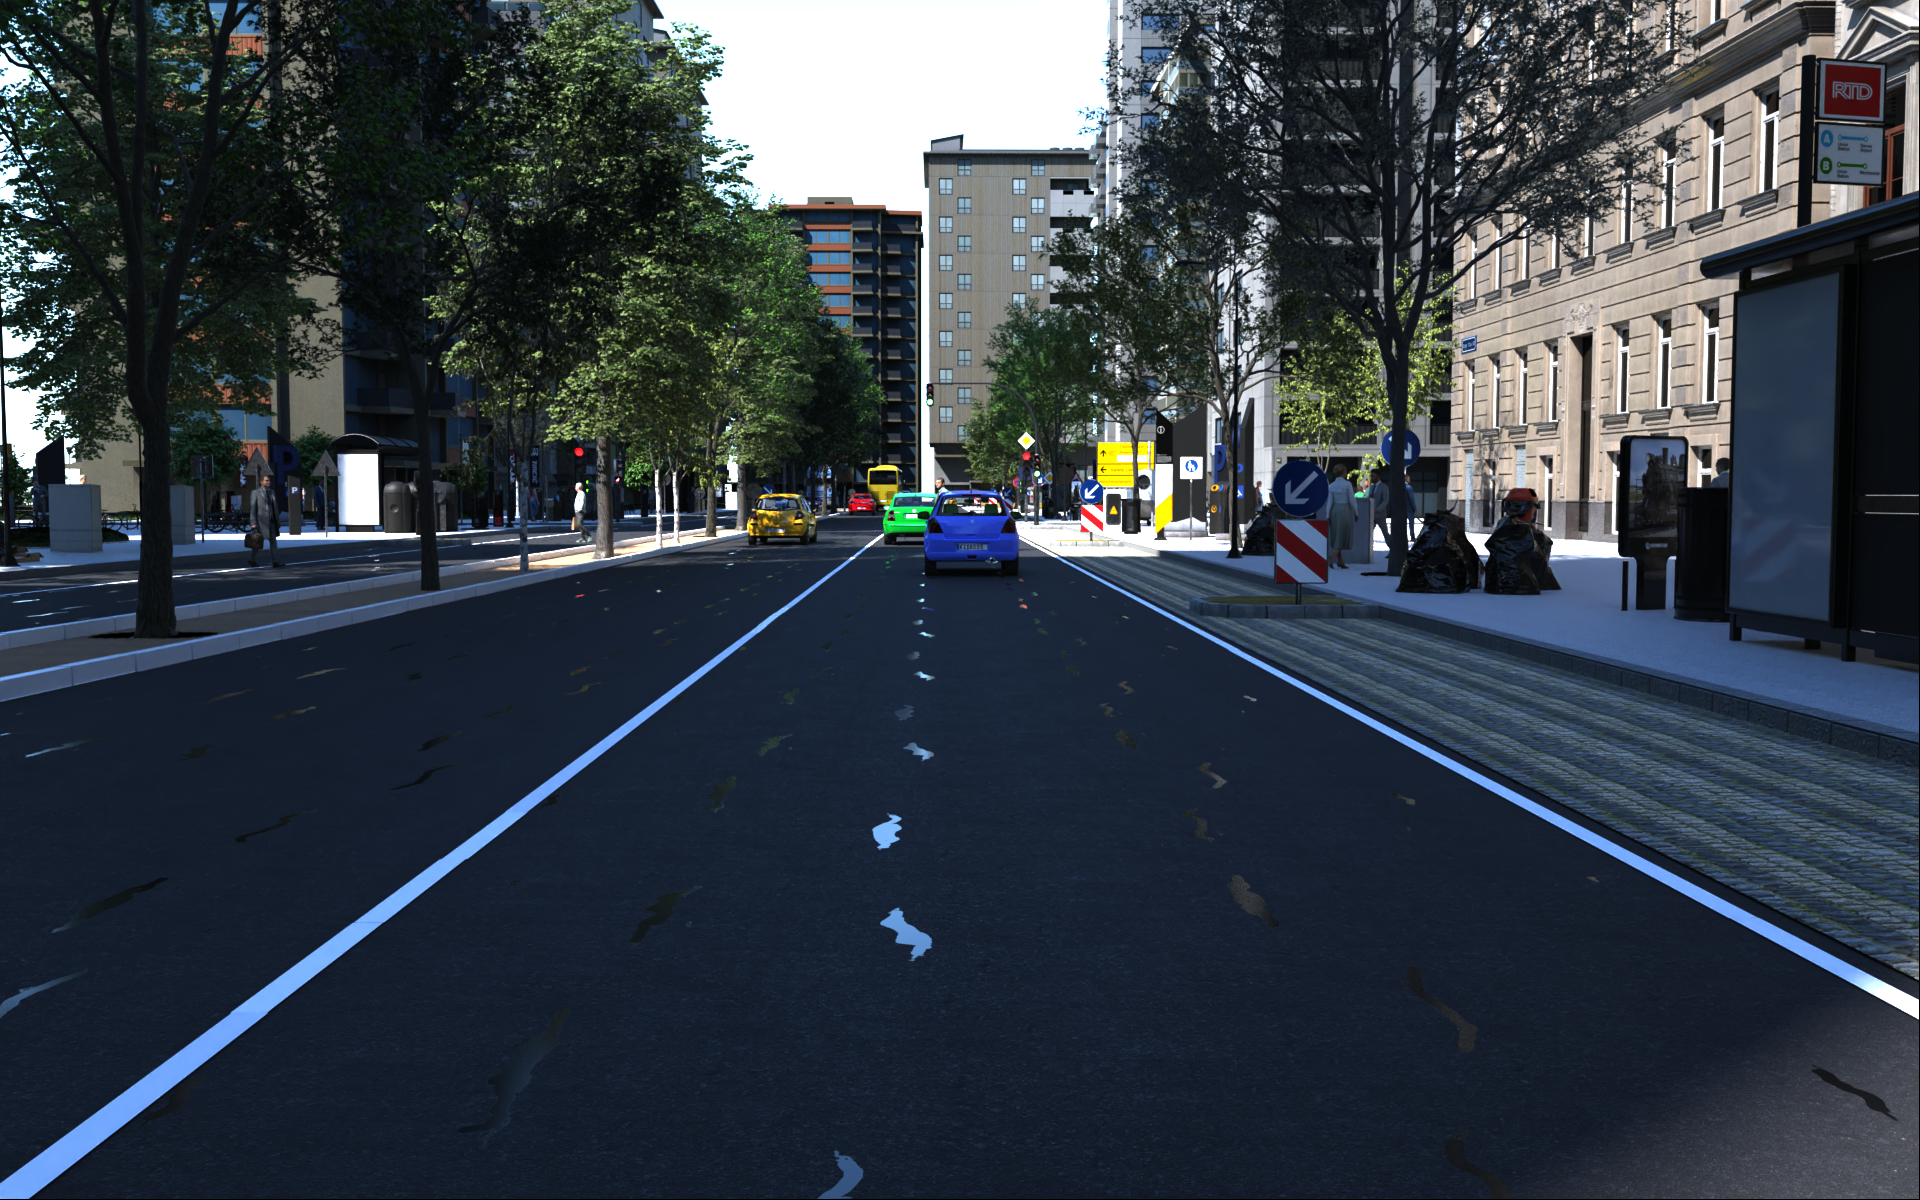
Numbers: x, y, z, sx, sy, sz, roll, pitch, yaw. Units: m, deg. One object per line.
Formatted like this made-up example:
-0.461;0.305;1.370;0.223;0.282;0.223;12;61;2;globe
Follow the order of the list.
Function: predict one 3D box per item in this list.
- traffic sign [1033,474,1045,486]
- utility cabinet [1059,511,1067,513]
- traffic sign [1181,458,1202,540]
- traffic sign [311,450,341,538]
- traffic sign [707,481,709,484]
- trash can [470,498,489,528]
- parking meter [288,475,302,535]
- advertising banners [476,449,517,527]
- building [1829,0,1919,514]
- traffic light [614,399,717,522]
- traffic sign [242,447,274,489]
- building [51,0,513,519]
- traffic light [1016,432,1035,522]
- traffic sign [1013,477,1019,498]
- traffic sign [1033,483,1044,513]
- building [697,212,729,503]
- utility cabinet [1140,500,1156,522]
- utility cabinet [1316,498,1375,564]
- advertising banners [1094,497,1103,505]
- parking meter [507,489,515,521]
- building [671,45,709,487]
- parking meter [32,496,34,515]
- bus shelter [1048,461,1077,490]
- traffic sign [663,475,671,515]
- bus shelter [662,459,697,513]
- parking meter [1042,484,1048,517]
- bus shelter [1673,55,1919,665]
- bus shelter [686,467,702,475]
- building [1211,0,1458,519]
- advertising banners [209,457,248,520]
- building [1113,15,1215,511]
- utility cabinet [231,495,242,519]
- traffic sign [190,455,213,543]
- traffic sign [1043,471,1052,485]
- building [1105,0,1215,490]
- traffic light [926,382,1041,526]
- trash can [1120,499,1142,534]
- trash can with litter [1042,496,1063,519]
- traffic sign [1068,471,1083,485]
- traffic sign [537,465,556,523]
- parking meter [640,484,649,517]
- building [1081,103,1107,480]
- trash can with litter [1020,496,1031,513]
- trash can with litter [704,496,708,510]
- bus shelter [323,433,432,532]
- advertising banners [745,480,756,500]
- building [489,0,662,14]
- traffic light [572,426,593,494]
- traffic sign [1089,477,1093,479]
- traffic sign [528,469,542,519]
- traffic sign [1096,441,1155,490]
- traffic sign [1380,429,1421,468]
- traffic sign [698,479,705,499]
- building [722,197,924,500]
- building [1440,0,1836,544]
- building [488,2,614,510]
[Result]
4.766;-6.430;105.237;0.768;2.556;0.104;0;4;2;traffic sign
7.240;-6.626;117.016;1.173;1.500;0.318;2;4;31;utility cabinet
6.398;-2.802;47.936;0.606;2.300;0.079;0;4;2;traffic sign
-18.563;-3.100;50.692;0.884;2.594;0.081;0;4;2;traffic sign
-20.485;-8.639;141.361;0.768;2.556;0.104;0;4;5;traffic sign
-17.896;-3.235;64.553;0.748;1.137;0.748;0;3;0;trash can
-20.809;-2.967;54.222;0.399;1.863;0.255;-1;4;-22;parking meter
-18.117;-4.381;67.824;2.074;3.025;0.090;2;4;25;advertising banners
22.073;-11.468;23.663;11.583;22.565;21.152;0;4;-1;building
-13.384;-6.341;78.347;4.771;5.953;1.251;0;4;-1;traffic light
-19.540;-2.947;48.188;0.884;2.594;0.081;0;4;0;traffic sign
-39.399;-27.351;101.814;22.147;44.769;28.867;0;4;-1;building
2.985;-5.482;78.548;0.839;4.253;0.868;0;4;-1;traffic light
4.403;-8.010;131.073;0.768;2.556;0.104;0;4;2;traffic sign
5.406;-7.235;118.301;0.884;2.594;0.081;0;4;3;traffic sign
-41.808;-36.925;253.836;14.200;45.320;14.600;0;4;-1;building
8.756;-4.264;78.392;1.173;1.500;0.318;-1;4;-18;utility cabinet
7.127;-1.279;32.070;1.020;1.237;0.306;2;4;29;utility cabinet
6.201;-4.375;67.724;2.074;3.025;0.090;1;4;15;advertising banners
-21.255;-4.498;81.955;0.372;1.533;0.369;0;3;0;parking meter
-44.828;-37.537;202.962;27.495;52.752;28.713;0;4;-1;building
-42.256;-4.337;79.321;0.372;1.533;0.369;0;3;0;parking meter
7.354;-8.153;124.578;1.731;3.624;6.357;0;4;-1;bus shelter
-17.716;-6.348;103.897;0.768;2.556;0.104;0;4;5;traffic sign
-19.277;-7.864;119.851;1.731;3.624;6.357;0;4;-1;bus shelter
4.791;-5.612;97.474;0.255;1.863;0.399;2;4;27;parking meter
7.564;-2.200;13.599;2.179;5.291;8.768;0;4;-1;bus shelter
-20.130;-8.214;128.222;2.014;3.302;5.546;0;4;-1;bus shelter
26.227;-40.327;97.604;20.611;71.187;20.563;0;4;-1;building
-34.330;-5.208;81.342;2.074;3.025;0.090;1;4;10;advertising banners
28.733;-27.226;137.030;32.217;40.220;23.993;0;4;-1;building
-33.404;-4.207;79.950;0.306;1.237;1.020;-1;4;-13;utility cabinet
-19.919;-2.654;45.515;0.606;2.300;0.079;0;4;5;traffic sign
5.162;-6.084;99.201;0.795;2.593;0.064;1;4;9;traffic sign
25.186;-38.639;173.739;21.231;58.520;28.212;0;4;-1;building
1.002;-5.855;70.394;4.771;5.953;1.251;0;4;-1;traffic light
5.492;-2.689;55.622;0.748;1.137;0.748;0;3;0;trash can
4.788;-4.747;88.993;1.055;1.170;0.624;-1;4;-10;trash can with litter
6.592;-6.015;98.349;0.884;2.594;0.081;0;4;8;traffic sign
-18.495;-4.741;77.522;0.884;2.594;0.081;0;4;4;traffic sign
-17.533;-5.539;96.278;0.399;1.863;0.255;-2;4;-30;parking meter
26.835;-35.702;203.332;23.786;49.044;30.456;0;4;-1;building
4.400;-6.324;114.783;0.624;1.170;1.055;-2;4;-28;trash can with litter
-20.624;-7.872;140.090;1.055;1.170;0.624;3;5;39;trash can with litter
-20.210;-4.070;60.470;2.014;3.302;5.546;0;4;-1;bus shelter
-18.567;-9.586;152.911;0.090;3.025;2.074;2;4;30;advertising banners
-44.370;-35.296;166.330;28.713;52.752;27.495;0;4;-1;building
-15.367;-4.977;70.300;0.839;4.253;0.868;0;4;-1;traffic light
7.956;-6.179;103.163;0.606;2.300;0.079;0;4;8;traffic sign
-20.305;-5.042;82.545;0.768;2.556;0.104;0;4;0;traffic sign
6.409;-4.474;67.022;2.265;3.308;0.079;1;4;9;traffic sign
8.519;-2.047;33.568;0.768;2.556;0.104;0;4;5;traffic sign
-21.002;-8.619;141.019;0.768;2.556;0.104;0;4;1;traffic sign
-19.817;-36.880;257.615;28.867;44.769;22.147;0;4;-1;building
22.596;-15.268;46.892;12.463;27.353;25.104;0;4;-1;building
-36.426;-28.018;141.687;14.154;41.232;14.086;0;4;-1;building
